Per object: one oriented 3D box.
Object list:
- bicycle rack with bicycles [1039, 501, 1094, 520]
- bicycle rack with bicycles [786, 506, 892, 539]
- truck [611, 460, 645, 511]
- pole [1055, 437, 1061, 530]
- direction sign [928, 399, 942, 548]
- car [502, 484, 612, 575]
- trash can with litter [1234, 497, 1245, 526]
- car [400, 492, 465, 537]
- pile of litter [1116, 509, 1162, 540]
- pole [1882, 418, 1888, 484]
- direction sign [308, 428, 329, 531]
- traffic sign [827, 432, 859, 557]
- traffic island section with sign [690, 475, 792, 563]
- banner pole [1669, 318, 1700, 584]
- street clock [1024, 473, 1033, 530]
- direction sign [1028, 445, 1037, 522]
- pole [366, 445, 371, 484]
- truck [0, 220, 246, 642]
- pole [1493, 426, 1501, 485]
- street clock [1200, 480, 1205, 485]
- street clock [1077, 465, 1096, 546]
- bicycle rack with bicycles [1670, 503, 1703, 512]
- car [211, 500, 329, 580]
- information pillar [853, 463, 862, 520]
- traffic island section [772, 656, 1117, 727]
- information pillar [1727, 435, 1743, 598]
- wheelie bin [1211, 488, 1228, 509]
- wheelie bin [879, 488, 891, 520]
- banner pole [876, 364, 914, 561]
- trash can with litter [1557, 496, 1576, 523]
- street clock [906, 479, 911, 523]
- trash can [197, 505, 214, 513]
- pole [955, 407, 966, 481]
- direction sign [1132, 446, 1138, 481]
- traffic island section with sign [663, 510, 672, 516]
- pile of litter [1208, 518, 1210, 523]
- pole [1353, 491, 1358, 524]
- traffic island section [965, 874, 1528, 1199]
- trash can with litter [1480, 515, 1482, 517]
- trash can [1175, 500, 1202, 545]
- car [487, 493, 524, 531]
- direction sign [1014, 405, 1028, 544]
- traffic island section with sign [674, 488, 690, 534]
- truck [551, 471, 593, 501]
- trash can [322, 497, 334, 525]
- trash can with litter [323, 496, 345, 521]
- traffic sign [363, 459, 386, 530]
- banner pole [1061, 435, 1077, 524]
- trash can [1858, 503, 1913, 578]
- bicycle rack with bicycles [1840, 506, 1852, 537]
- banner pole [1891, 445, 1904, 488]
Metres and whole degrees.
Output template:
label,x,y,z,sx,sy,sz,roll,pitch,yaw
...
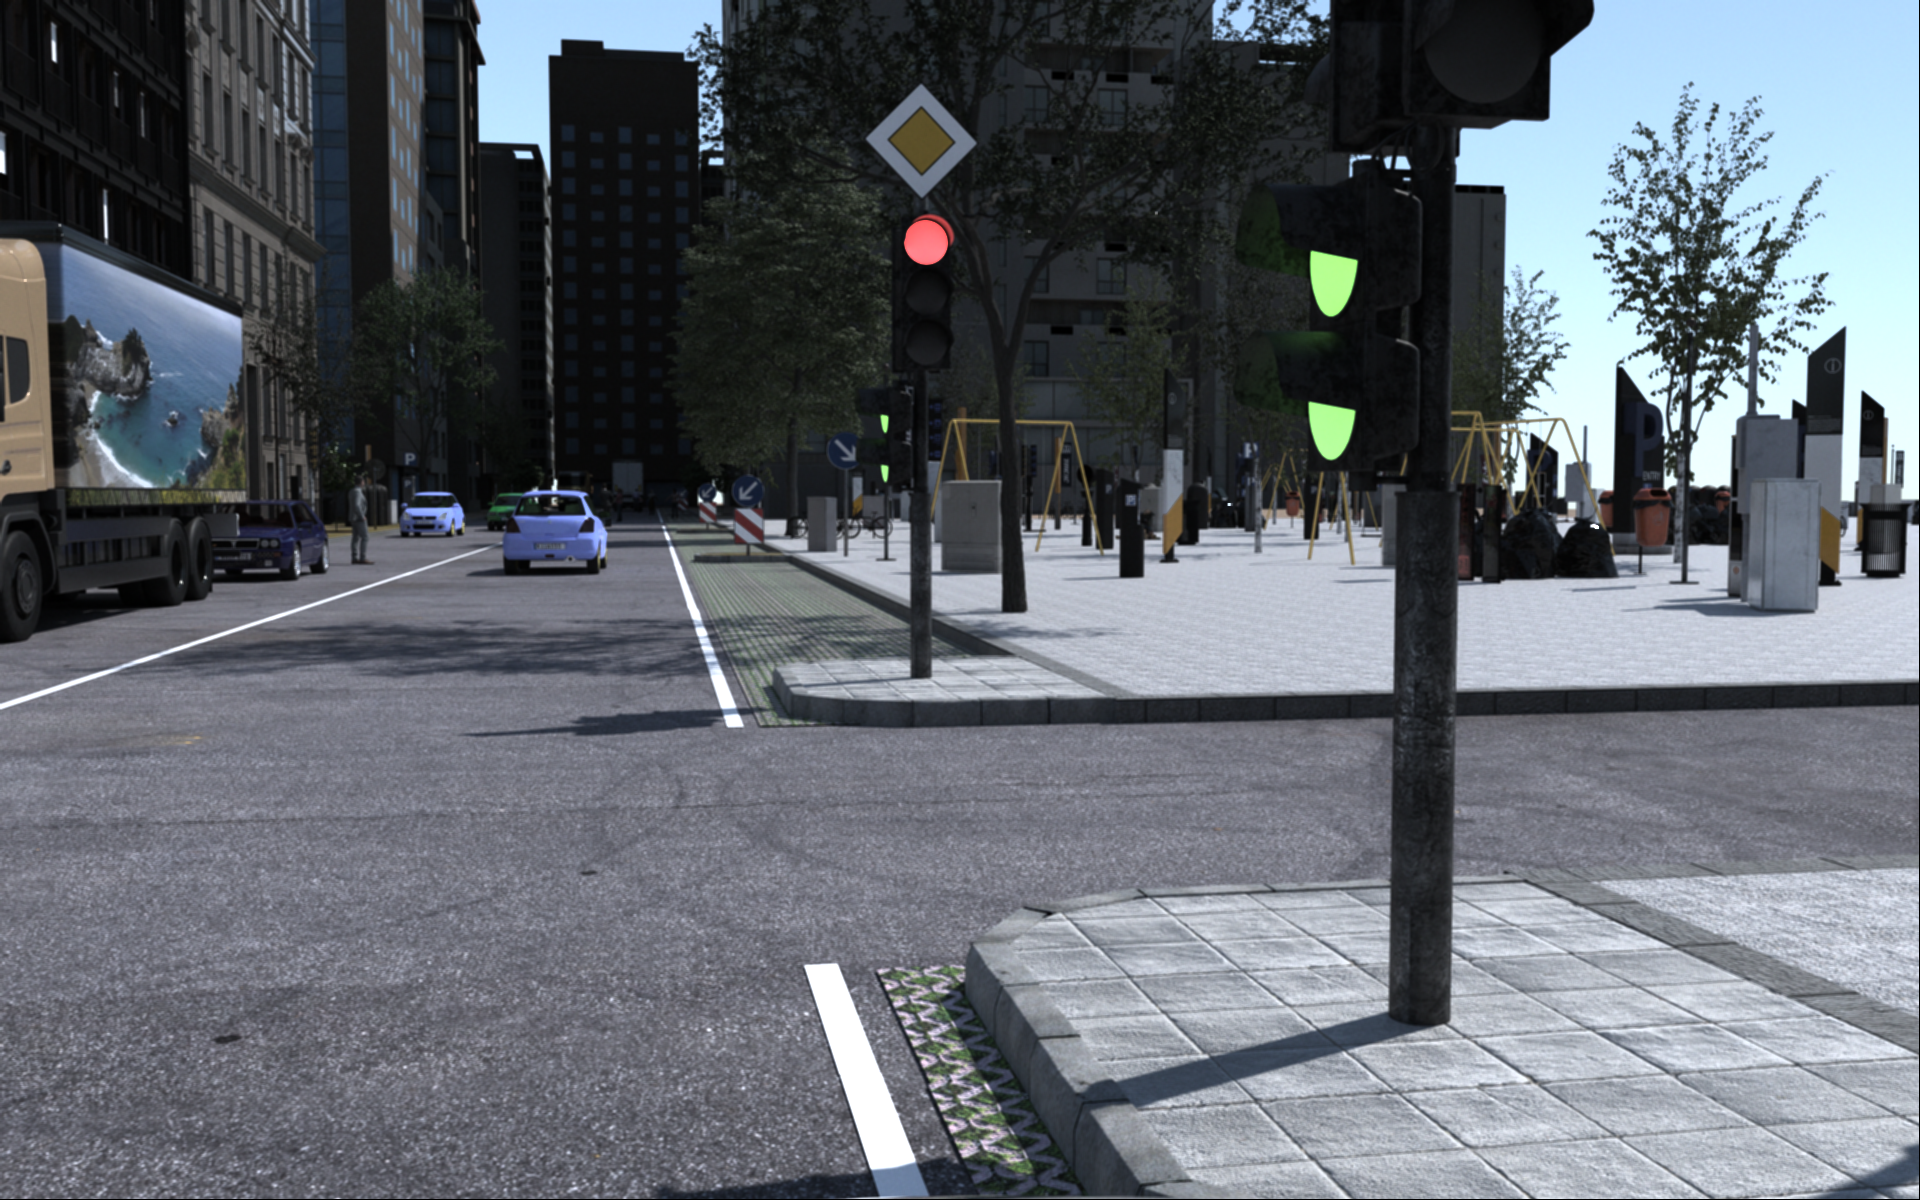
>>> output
label,x,y,z,sx,sy,sz,roll,pitch,yaw
bicycle rack with bicycles,5.260,-4.576,88.206,2.852,0.926,2.925,-1,4,-18
bicycle rack with bicycles,-3.738,-2.232,49.876,2.925,0.926,2.852,1,4,23
truck,-27.995,-9.612,146.063,2.839,4.237,11.283,-1,4,-11
pole,3.531,-4.199,62.499,0.158,3.312,0.155,0,3,0
direction sign,-0.864,-3.009,41.197,0.876,3.537,0.379,0,4,1
car,-7.484,-1.383,32.200,1.945,1.707,3.694,-1,4,-9
trash can with litter,11.221,-3.583,69.964,0.624,1.170,1.055,-1,4,-20
car,-17.871,-3.002,58.677,1.945,1.707,3.694,0,4,-8
pile of litter,5.067,-2.150,49.111,1.176,0.858,1.719,-1,4,-12
pole,24.622,-3.205,46.250,0.158,3.312,0.155,0,3,0
direction sign,-22.012,-4.132,59.559,0.379,3.537,0.876,2,4,28
traffic sign,-2.343,-2.166,35.526,0.768,2.556,0.104,0,4,-7
traffic island section with sign,-4.636,-1.719,36.733,1.989,1.847,2.006,-1,4,-10
banner pole,10.300,-2.109,24.501,0.401,3.779,0.863,1,4,21
street clock,2.362,-3.371,59.682,0.358,2.002,0.471,0,4,7
direction sign,3.189,-5.387,80.069,0.876,3.537,0.379,3,5,41
pole,-24.624,-4.789,72.151,0.158,3.312,0.155,0,3,0
truck,-10.810,-1.896,19.910,2.839,4.237,11.283,-1,4,-10
pole,16.034,-3.541,51.742,0.158,3.312,0.155,0,3,0
street clock,12.609,-5.232,90.112,0.358,2.002,0.471,1,4,19
street clock,3.137,-2.335,42.748,0.471,2.002,0.358,3,4,36
bicycle rack with bicycles,28.725,-3.269,66.836,2.925,0.926,2.852,0,4,7
car,-12.057,-1.054,29.817,1.945,1.354,3.894,-1,4,-10
information pillar,-5.068,-5.752,85.405,0.504,3.616,0.183,-1,4,-22
traffic island section,-0.250,0.622,12.114,2.009,0.180,2.903,-1,4,-10
information pillar,9.776,-1.040,21.496,0.304,2.012,0.304,-1,4,-14
wheelie bin,13.136,-4.896,87.964,0.693,1.594,0.980,3,4,37
wheelie bin,-3.674,-4.624,83.518,0.693,1.594,0.980,0,4,4
banner pole,-1.194,-2.651,33.367,0.863,3.779,0.401,0,4,-1
trash can with litter,27.777,-4.138,78.720,2.233,1.210,1.678,0,4,1
street clock,-2.153,-4.434,77.067,0.471,2.002,0.358,1,4,18
trash can,-16.904,-1.642,38.498,0.748,1.137,0.748,0,3,0
pole,0.046,-2.874,40.836,0.158,3.312,0.155,0,3,0
direction sign,8.193,-5.456,81.208,0.379,3.537,0.876,-1,4,-8
traffic island section with sign,-18.074,-6.341,112.302,1.989,1.847,2.006,-1,4,-10
pile of litter,11.835,-3.891,77.590,1.719,0.858,1.176,1,4,10
pole,17.067,-4.939,74.596,0.158,3.312,0.155,0,3,0
traffic island section,1.149,1.103,4.252,2.009,0.180,2.903,-1,4,-10
trash can with litter,28.439,-4.959,92.135,2.233,1.210,1.678,2,4,28
trash can,5.713,-1.954,43.607,0.748,1.137,0.748,0,3,0
car,-17.744,-3.683,69.021,1.959,1.807,4.718,-1,4,-8
direction sign,1.447,-3.217,44.589,0.379,3.537,0.876,0,4,7
traffic island section with sign,-9.353,-3.342,63.274,1.989,1.847,2.006,-1,4,-10
truck,-32.935,-9.308,148.107,3.469,3.379,9.791,-1,4,-9
trash can,-26.439,-3.701,72.159,0.748,1.137,0.748,0,3,0
trash can with litter,-29.492,-4.297,81.647,1.055,1.170,0.624,-2,4,-28
traffic sign,-21.102,-3.813,62.449,0.768,2.556,0.104,-1,4,-10
banner pole,4.664,-5.108,73.533,0.863,3.779,0.401,1,4,20
trash can,14.270,-0.923,26.743,0.748,1.137,0.748,0,3,0
bicycle rack with bicycles,27.177,-2.411,52.809,2.852,0.926,2.925,2,4,31
banner pole,47.388,-5.973,87.674,0.863,3.779,0.401,0,4,-6
